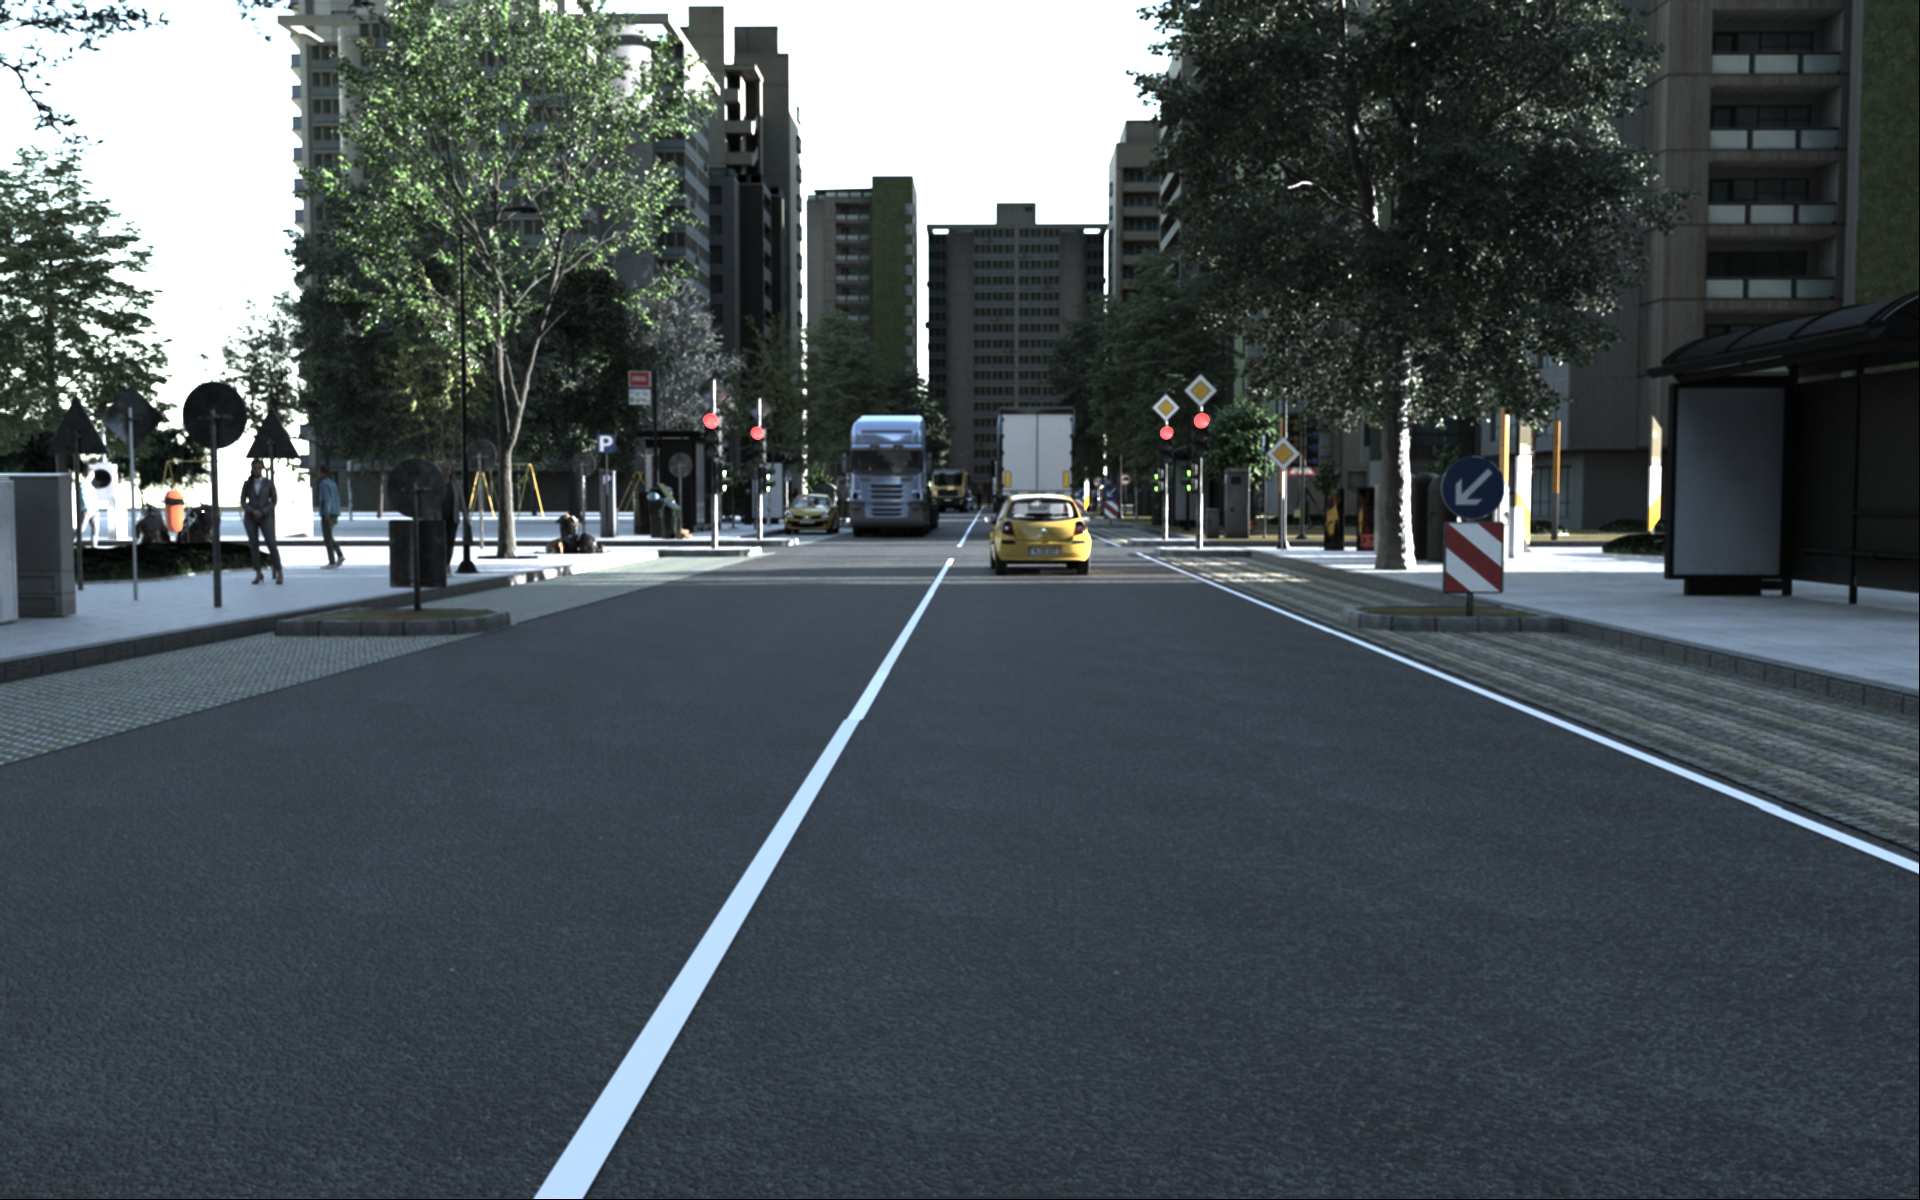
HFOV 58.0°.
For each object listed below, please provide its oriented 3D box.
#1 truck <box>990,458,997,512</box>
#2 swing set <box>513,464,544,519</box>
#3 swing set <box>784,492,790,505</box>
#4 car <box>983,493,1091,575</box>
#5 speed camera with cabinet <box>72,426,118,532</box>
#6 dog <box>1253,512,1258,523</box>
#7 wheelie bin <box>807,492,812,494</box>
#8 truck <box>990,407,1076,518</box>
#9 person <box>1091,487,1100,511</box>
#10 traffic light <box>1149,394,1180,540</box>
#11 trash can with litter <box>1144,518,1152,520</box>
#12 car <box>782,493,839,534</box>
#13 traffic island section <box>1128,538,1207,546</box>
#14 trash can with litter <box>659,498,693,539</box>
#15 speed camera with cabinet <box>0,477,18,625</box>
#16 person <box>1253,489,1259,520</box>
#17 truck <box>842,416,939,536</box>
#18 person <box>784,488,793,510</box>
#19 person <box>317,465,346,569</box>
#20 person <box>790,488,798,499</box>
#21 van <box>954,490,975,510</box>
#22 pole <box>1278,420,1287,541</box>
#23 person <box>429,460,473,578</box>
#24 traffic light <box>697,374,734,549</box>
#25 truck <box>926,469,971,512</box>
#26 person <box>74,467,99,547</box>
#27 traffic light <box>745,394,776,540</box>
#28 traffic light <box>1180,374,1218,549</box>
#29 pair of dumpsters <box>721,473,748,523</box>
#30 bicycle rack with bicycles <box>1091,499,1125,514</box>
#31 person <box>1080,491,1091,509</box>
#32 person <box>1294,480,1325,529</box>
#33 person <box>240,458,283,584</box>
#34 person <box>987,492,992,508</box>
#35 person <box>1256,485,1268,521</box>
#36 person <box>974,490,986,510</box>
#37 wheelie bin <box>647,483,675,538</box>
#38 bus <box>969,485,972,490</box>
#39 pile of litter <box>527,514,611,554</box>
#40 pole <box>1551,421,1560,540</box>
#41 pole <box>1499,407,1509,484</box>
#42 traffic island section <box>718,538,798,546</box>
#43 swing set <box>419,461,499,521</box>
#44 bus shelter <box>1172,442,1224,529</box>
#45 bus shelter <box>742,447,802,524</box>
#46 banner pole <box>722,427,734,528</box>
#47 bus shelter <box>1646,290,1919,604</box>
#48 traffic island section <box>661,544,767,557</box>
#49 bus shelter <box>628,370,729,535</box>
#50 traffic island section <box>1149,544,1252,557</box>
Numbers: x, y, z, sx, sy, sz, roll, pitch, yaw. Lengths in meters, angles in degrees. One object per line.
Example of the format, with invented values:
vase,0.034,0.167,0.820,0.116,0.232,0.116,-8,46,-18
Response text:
truck,3.874,-9.269,140.464,2.839,4.237,11.283,0,4,1
swing set,-23.292,-5.598,89.146,3.119,2.851,2.862,1,4,14
swing set,-13.616,-7.643,122.580,2.862,2.851,3.119,-1,4,-23
car,1.441,-1.342,32.168,2.015,1.641,3.980,0,4,-1
speed camera with cabinet,-25.683,-3.428,50.389,2.038,3.252,0.660,-1,4,-17
dog,12.772,-3.633,76.229,0.540,0.507,0.406,-1,4,-22
wheelie bin,-9.171,-6.130,108.125,0.693,1.594,0.980,-3,5,-42
truck,2.537,-4.438,61.469,2.839,4.237,11.283,0,4,1
person,9.961,-7.439,127.532,0.709,1.838,0.599,-1,4,-10
traffic light,5.732,-3.644,48.506,0.839,4.253,0.868,0,4,1
trash can with litter,9.863,-4.523,85.009,1.678,1.210,2.233,0,4,5
car,-5.321,-3.189,62.370,2.015,1.641,3.980,0,4,1
traffic island section,5.772,-1.611,48.619,2.009,0.180,2.903,0,4,1
trash can with litter,-8.086,-2.330,49.485,1.055,1.170,0.624,2,4,32
speed camera with cabinet,-10.360,-1.373,16.788,2.038,3.252,0.660,0,4,-8
person,14.843,-4.965,87.344,0.709,1.813,0.853,0,4,-6
truck,-2.266,-4.616,65.227,2.967,4.110,18.799,0,4,1
person,-14.195,-8.362,142.770,1.348,1.822,0.705,3,4,39
person,-10.796,-1.427,29.717,0.444,1.785,0.601,1,4,10
person,-12.470,-7.547,130.260,0.721,1.723,1.217,1,4,22
van,0.326,-8.947,153.287,2.013,2.044,4.112,0,4,2
pole,8.904,-3.301,47.814,0.158,3.312,0.155,0,3,0
person,-7.893,-1.263,26.879,0.709,1.800,0.728,-2,4,-27
traffic light,-5.769,-3.167,40.707,0.839,4.253,0.868,0,4,1
truck,-0.758,-8.646,137.286,3.469,3.379,9.791,0,4,3
person,-18.331,-1.859,36.301,0.748,1.841,0.638,0,4,1
traffic light,-5.627,-3.656,48.691,0.839,4.253,0.868,0,4,1
traffic light,5.591,-3.156,40.522,0.839,4.253,0.868,0,4,1
pair of dumpsters,-10.197,-4.701,79.361,1.574,2.255,4.437,0,4,1
bicycle rack with bicycles,9.902,-6.202,114.780,2.852,0.926,2.925,0,4,3
person,9.669,-7.639,130.957,1.348,1.821,0.705,-2,4,-29
person,12.932,-3.488,63.290,1.509,1.804,0.699,0,4,0
person,-9.968,-1.124,24.699,0.520,1.790,0.573,-2,4,-31
person,3.089,-10.598,182.695,0.541,1.710,0.530,-1,4,-17
person,14.642,-4.735,83.803,0.599,1.781,0.374,3,5,39
person,1.752,-9.045,156.413,1.348,1.821,0.705,3,4,38
wheelie bin,-8.784,-2.623,50.801,0.693,1.594,0.980,1,4,9
bus,-0.187,-11.530,183.373,2.948,3.499,13.247,0,4,0
pile of litter,-8.473,-1.442,37.536,1.719,0.858,1.176,0,4,8
pole,16.561,-3.322,48.151,0.158,3.312,0.155,0,3,0
pole,12.749,-2.861,40.627,0.158,3.312,0.155,0,3,0
traffic island section,-5.667,-1.624,48.826,2.009,0.180,2.903,0,4,1
swing set,-24.060,-5.227,83.089,3.119,2.851,2.862,1,4,18
bus shelter,9.035,-4.339,64.862,2.014,3.302,5.546,0,4,1
bus shelter,-8.254,-5.047,76.446,2.014,3.302,5.546,0,4,1
banner pole,-8.681,-4.568,64.696,0.863,3.779,0.401,2,4,25
bus shelter,9.698,-1.556,19.366,2.014,3.302,5.546,0,4,1
traffic island section,-5.809,-1.135,40.843,2.009,0.180,2.903,0,4,1
bus shelter,-9.610,-4.966,58.827,2.179,5.291,8.768,0,4,1
traffic island section,5.630,-1.123,40.635,2.009,0.180,2.903,0,4,1
